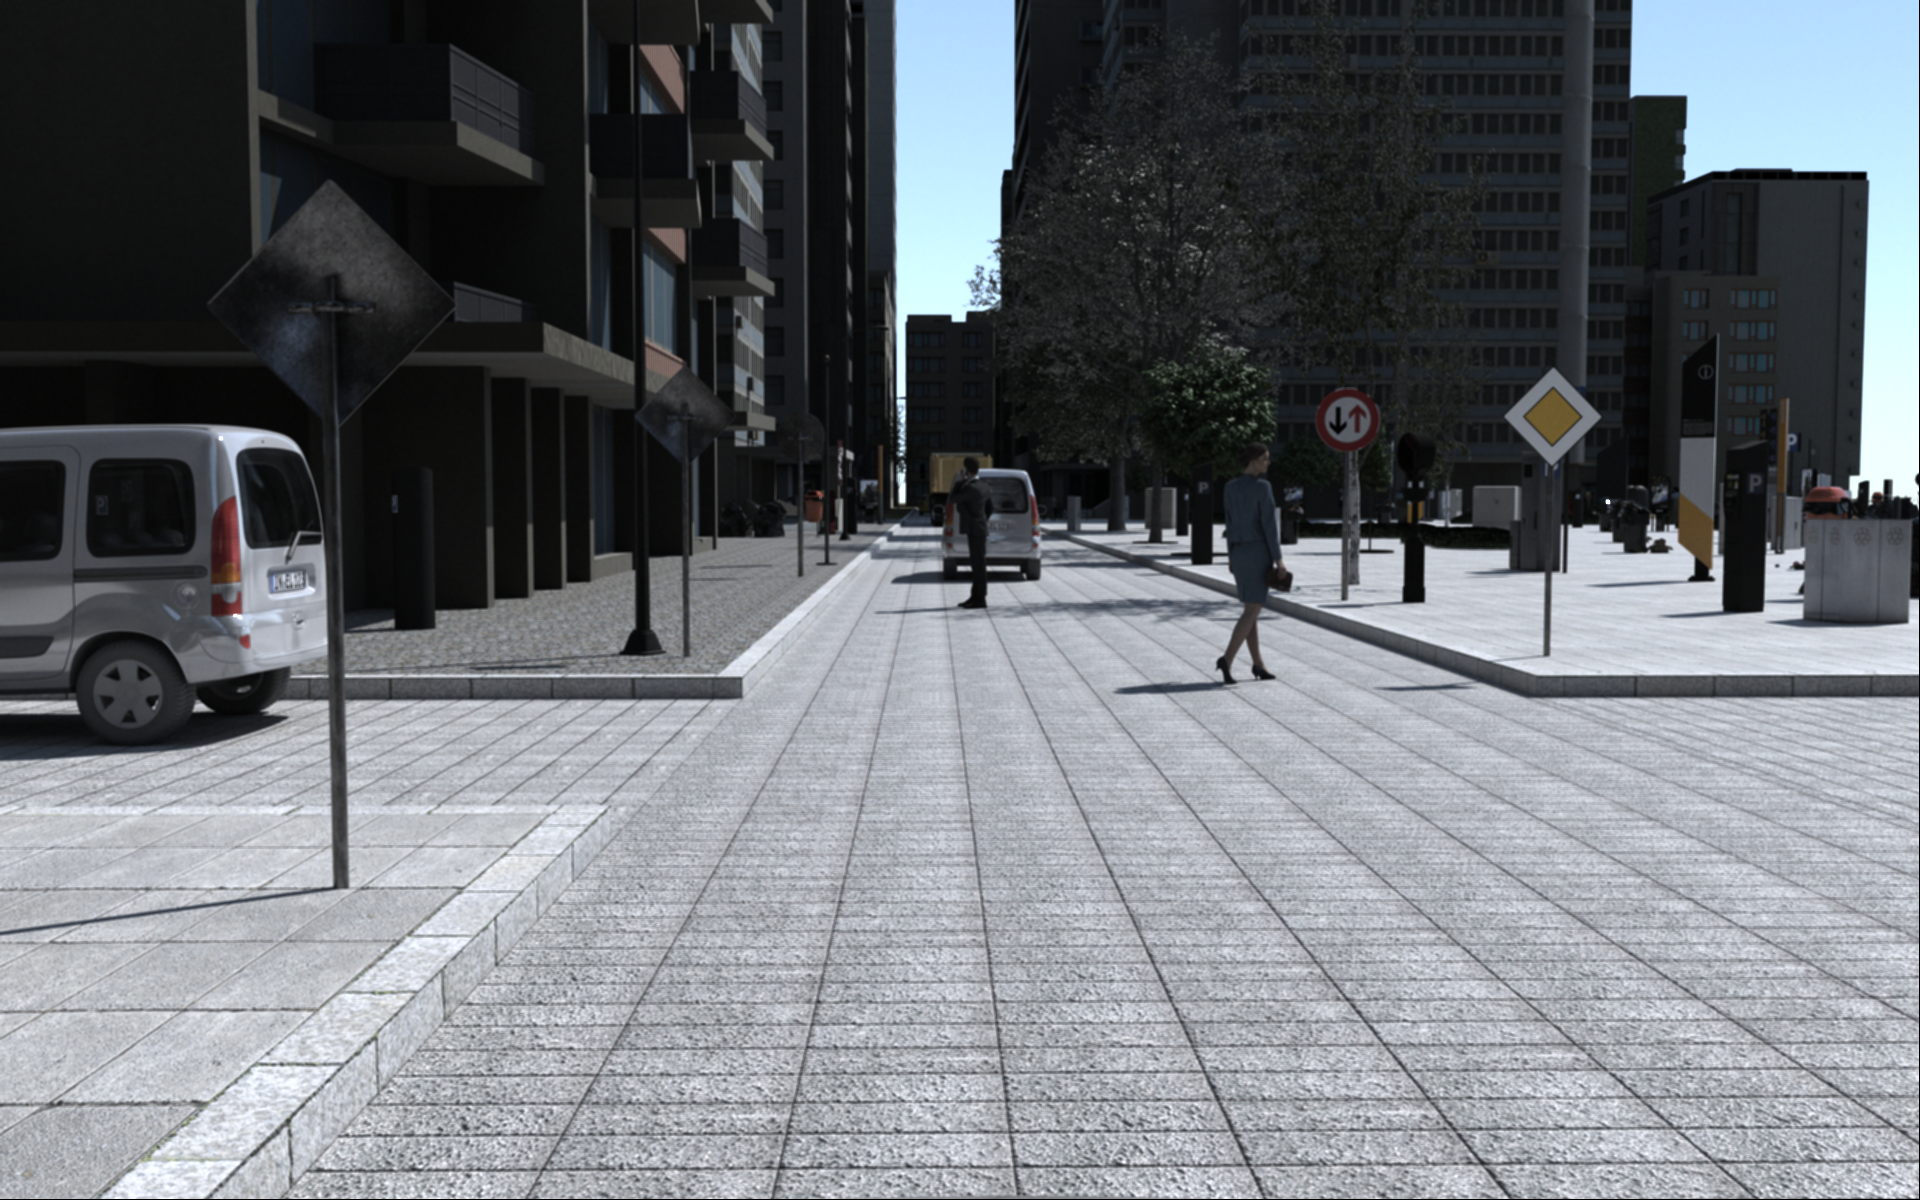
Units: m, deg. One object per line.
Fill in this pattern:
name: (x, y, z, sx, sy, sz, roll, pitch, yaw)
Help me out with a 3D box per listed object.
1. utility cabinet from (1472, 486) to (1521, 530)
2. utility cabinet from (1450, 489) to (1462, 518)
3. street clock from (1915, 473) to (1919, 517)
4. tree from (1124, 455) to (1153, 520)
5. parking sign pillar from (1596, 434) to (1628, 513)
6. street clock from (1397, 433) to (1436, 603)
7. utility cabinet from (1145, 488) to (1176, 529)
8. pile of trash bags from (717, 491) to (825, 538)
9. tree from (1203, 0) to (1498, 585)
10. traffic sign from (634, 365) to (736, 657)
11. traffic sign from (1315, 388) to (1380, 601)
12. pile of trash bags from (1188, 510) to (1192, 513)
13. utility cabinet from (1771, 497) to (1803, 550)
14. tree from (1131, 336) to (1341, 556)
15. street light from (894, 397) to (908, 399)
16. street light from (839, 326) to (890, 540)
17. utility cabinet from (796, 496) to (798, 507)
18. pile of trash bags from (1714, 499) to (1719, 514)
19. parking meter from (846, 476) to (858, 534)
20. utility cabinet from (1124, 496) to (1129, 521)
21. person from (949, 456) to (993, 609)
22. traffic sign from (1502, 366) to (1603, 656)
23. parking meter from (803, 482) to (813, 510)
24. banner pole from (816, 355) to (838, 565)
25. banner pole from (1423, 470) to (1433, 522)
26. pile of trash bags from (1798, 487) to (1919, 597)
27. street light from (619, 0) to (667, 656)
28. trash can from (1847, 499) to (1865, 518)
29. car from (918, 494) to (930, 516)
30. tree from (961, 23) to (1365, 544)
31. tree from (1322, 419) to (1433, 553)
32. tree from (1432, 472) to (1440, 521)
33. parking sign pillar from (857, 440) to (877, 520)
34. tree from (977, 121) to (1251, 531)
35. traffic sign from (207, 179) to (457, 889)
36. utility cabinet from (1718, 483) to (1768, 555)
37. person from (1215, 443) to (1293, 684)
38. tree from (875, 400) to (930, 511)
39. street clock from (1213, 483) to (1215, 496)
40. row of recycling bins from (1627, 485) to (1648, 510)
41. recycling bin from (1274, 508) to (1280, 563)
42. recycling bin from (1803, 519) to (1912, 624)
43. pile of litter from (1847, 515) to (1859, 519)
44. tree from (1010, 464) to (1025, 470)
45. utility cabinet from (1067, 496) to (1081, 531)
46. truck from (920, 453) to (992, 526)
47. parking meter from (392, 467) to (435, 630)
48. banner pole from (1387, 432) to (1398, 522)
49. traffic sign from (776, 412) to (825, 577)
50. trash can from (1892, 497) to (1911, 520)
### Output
utility cabinet: (14.916, -2.423, 48.294, 1.173, 1.500, 0.318, 2, 4, 35)
utility cabinet: (22.404, -4.251, 78.189, 0.318, 1.500, 1.173, 2, 4, 27)
street clock: (31.352, -3.168, 56.361, 0.471, 2.002, 0.358, 0, 4, 1)
tree: (8.781, -5.615, 86.413, 1.663, 3.219, 1.824, 0, 3, 0)
parking sign pillar: (29.410, -5.483, 78.120, 1.447, 3.967, 1.447, 2, 4, 27)
street clock: (5.381, -0.973, 20.480, 0.358, 2.002, 0.471, -1, 4, -19)
utility cabinet: (7.296, -3.322, 62.989, 1.173, 1.500, 0.318, 3, 5, 39)
pile of trash bags: (-5.616, -2.563, 51.651, 3.447, 1.369, 1.912, 1, 4, 20)
tree: (5.514, -4.510, 24.097, 4.360, 8.622, 3.978, 0, 3, 0)
traffic sign: (-2.147, -0.607, 13.567, 0.795, 2.450, 0.064, 0, 4, -1)
traffic sign: (4.642, -1.267, 20.824, 0.768, 2.556, 0.104, 0, 4, 4)
pile of trash bags: (11.695, -4.756, 87.511, 1.912, 1.369, 3.447, 1, 4, 20)
utility cabinet: (19.136, -1.769, 40.084, 1.020, 1.237, 0.306, -3, 5, -42)
tree: (5.192, -3.215, 36.287, 4.285, 4.588, 4.351, 0, 3, 0)
street light: (-3.199, -6.744, 82.799, 1.470, 5.913, 1.316, 0, 4, -1)
street light: (-2.654, -4.612, 47.949, 1.470, 5.913, 1.316, 0, 4, -1)
utility cabinet: (-7.777, -4.682, 87.709, 1.020, 1.237, 0.306, 1, 4, 20)
pile of trash bags: (35.621, -4.417, 81.968, 3.447, 1.369, 1.912, -3, 5, -43)
parking meter: (-3.481, -3.042, 55.443, 0.399, 1.863, 0.255, 1, 4, 12)
utility cabinet: (7.789, -4.407, 83.212, 0.306, 1.237, 1.020, 2, 4, 30)
person: (0.132, -0.850, 21.758, 0.474, 1.900, 0.648, 1, 4, 14)
traffic sign: (4.646, -0.613, 13.660, 0.795, 2.450, 0.064, 0, 4, -1)
parking meter: (-7.136, -4.628, 81.384, 0.399, 1.863, 0.255, -2, 4, -27)
banner pole: (-2.426, -2.540, 31.542, 0.401, 3.779, 0.863, 0, 4, -4)
banner pole: (21.513, -5.523, 80.325, 0.863, 3.779, 0.401, 1, 4, 10)
pile of trash bags: (11.631, -0.750, 22.021, 3.447, 1.369, 1.912, -3, 5, -41)
street light: (-2.006, -2.520, 13.743, 1.470, 5.913, 1.316, 0, 4, -1)
trash can: (27.152, -2.513, 52.747, 0.748, 1.137, 0.748, 0, 3, 0)
car: (-1.861, -6.489, 116.313, 2.015, 1.641, 3.980, 0, 4, 0)
tree: (5.226, -8.217, 44.720, 12.009, 13.543, 11.850, 0, 3, 0)
tree: (9.048, -2.652, 37.966, 1.663, 3.219, 1.824, 0, 3, 0)
tree: (21.901, -5.328, 81.712, 1.663, 3.219, 1.824, 0, 3, 0)
parking sign pillar: (-4.723, -5.937, 85.542, 1.447, 3.967, 1.447, 1, 4, 9)
tree: (5.350, -9.371, 59.875, 9.857, 13.997, 8.962, 0, 3, 0)
traffic sign: (-2.015, -0.119, 5.583, 0.795, 2.450, 0.064, 0, 4, -1)
utility cabinet: (16.422, -1.689, 36.288, 1.173, 1.500, 0.318, -2, 4, -30)
person: (2.183, -0.286, 13.208, 0.654, 1.822, 0.581, -1, 4, -22)
tree: (-4.651, -11.222, 133.846, 4.737, 8.622, 4.395, 0, 3, 0)
street clock: (11.524, -4.581, 79.476, 0.358, 2.002, 0.471, 1, 4, 20)
row of recycling bins: (32.382, -4.695, 83.870, 1.069, 1.692, 3.534, 0, 4, 4)
recycling bin: (5.473, -1.201, 32.186, 0.722, 1.027, 0.722, 3, 4, 38)
recycling bin: (9.047, -0.301, 17.476, 0.722, 1.027, 0.722, 0, 4, -5)
pile of litter: (17.733, -1.233, 34.123, 1.719, 0.858, 1.176, 1, 4, 18)
tree: (3.634, -7.084, 110.431, 1.663, 3.219, 1.824, 0, 3, 0)
utility cabinet: (3.964, -2.990, 60.043, 0.306, 1.237, 1.020, 1, 4, 15)
truck: (-0.064, -5.165, 80.365, 3.469, 3.379, 9.791, 0, 4, -2)
parking meter: (-5.194, -0.493, 16.465, 0.372, 1.533, 0.369, 0, 3, 0)
banner pole: (17.416, -4.887, 69.916, 0.401, 3.779, 0.863, 1, 4, 23)
traffic sign: (-2.481, -1.638, 26.892, 0.768, 2.556, 0.104, 0, 4, 7)
trash can: (39.424, -3.721, 72.493, 0.748, 1.137, 0.748, 0, 3, 0)
